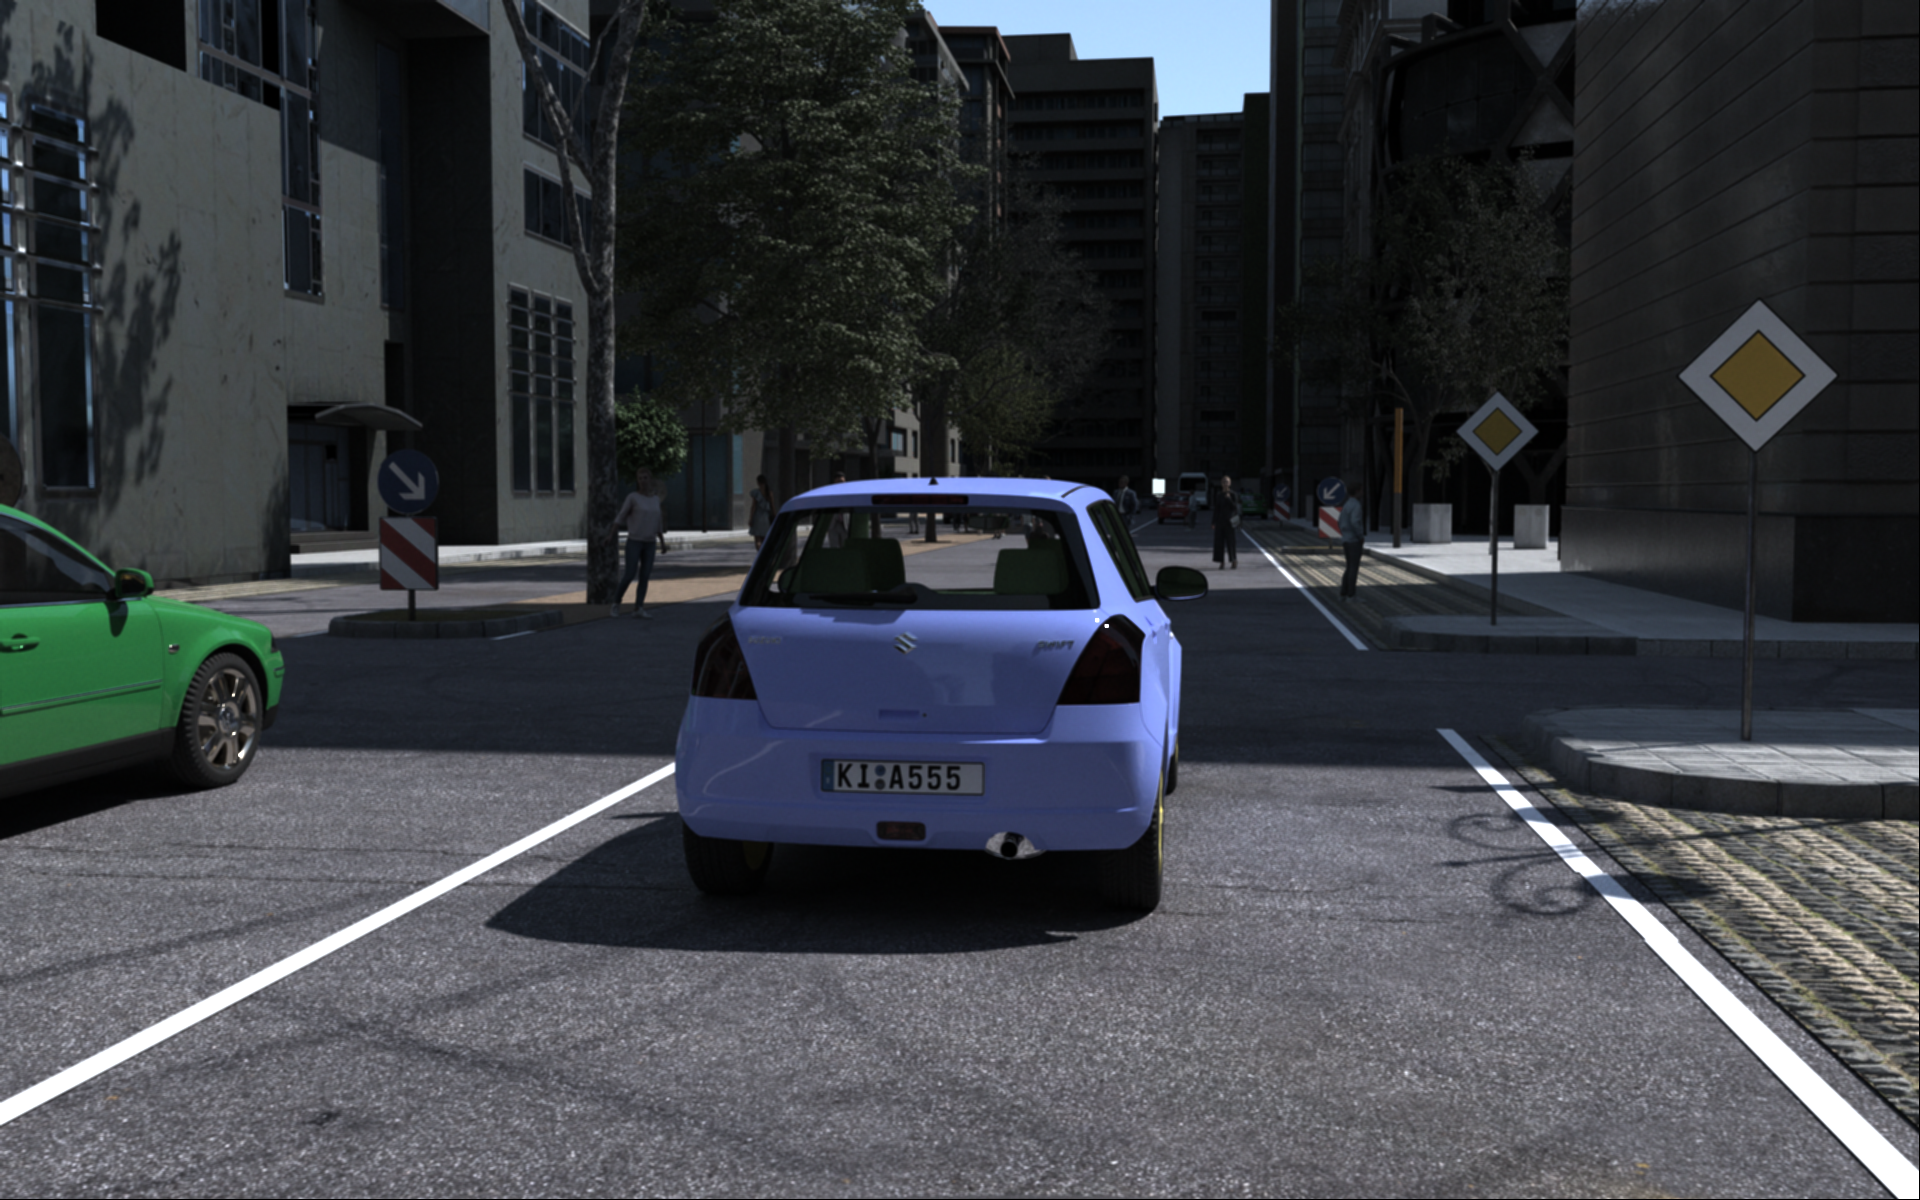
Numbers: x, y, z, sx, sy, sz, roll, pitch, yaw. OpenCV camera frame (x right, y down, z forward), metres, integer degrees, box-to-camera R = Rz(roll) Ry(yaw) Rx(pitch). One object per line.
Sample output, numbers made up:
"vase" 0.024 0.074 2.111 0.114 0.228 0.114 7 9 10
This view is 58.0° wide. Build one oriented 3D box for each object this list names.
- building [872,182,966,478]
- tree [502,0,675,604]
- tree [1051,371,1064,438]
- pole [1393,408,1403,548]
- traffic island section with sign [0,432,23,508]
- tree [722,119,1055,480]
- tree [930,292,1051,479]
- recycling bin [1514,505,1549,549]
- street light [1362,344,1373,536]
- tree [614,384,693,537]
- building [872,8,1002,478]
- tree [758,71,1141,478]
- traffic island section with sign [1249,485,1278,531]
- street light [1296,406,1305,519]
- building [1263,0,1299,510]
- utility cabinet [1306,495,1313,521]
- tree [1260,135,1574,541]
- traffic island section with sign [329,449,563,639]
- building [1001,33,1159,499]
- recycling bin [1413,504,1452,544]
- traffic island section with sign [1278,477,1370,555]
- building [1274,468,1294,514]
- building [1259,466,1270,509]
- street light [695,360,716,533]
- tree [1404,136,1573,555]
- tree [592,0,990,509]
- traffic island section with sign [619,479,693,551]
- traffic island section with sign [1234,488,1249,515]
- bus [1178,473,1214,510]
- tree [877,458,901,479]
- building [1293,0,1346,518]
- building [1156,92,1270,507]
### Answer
"building" -15.259 -16.263 110.938 27.650 21.520 28.899 0 4 8
"tree" -5.722 -10.066 22.926 12.611 20.169 13.585 0 3 0
"tree" 2.152 -7.119 69.218 4.737 8.622 4.395 0 3 0
"pole" 10.410 -2.895 41.168 0.158 3.312 0.155 0 3 0
"traffic island section with sign" -6.528 -0.162 10.779 2.006 1.907 1.989 0 4 8
"tree" -1.877 -6.347 40.635 8.767 10.594 7.601 0 4 8
"tree" 0.864 -6.832 64.524 4.737 8.622 4.395 0 3 0
"recycling bin" 13.403 -1.716 40.612 0.722 1.027 0.722 2 4 24
"street light" 12.479 -4.923 53.285 0.468 5.910 1.993 0 4 8
"tree" -9.634 -4.166 51.834 4.285 4.588 4.351 0 3 0
"building" -13.078 -27.210 136.768 32.217 40.220 23.993 0 4 8
"tree" -0.847 -8.413 50.385 12.009 13.543 11.850 0 3 0
"traffic island section with sign" 12.494 -3.635 68.057 1.989 1.847 2.006 0 4 8
"street light" 17.772 -7.206 90.600 0.468 5.910 1.993 0 4 8
"building" 31.716 -29.805 137.416 14.600 45.320 14.200 0 4 8
"utility cabinet" 16.597 -4.301 81.480 0.306 1.237 1.020 -1 4 -10
"tree" 12.227 -6.829 46.062 8.767 10.594 7.601 0 4 7
"traffic island section with sign" -5.480 -0.610 18.112 2.006 1.907 1.989 0 4 8
"building" 10.478 -34.443 186.849 21.600 48.544 21.300 0 4 8
"recycling bin" 12.257 -1.983 44.968 0.722 1.027 0.722 -2 4 -25
"traffic island section with sign" 8.708 -2.002 41.368 1.989 1.847 2.006 0 4 8
"building" 38.014 -25.993 116.864 32.217 40.220 23.993 0 4 8
"building" 37.586 -43.737 153.344 20.563 71.187 20.611 0 4 8
"street light" -8.499 -5.178 57.443 0.468 5.910 1.993 0 4 8
"tree" 11.322 -5.273 36.570 4.360 8.622 3.978 0 3 0
"tree" -3.343 -6.880 33.076 7.486 12.596 7.792 0 3 0
"traffic island section with sign" -7.981 -2.197 44.552 1.989 1.847 2.006 0 4 8
"traffic island section with sign" 19.562 -6.691 118.029 1.989 1.847 2.006 0 4 8
"bus" 21.604 -10.028 158.810 2.948 3.499 13.247 1 4 10
"tree" -3.856 -5.940 91.726 1.663 3.219 1.824 0 3 0
"building" 26.265 -25.385 98.637 14.154 41.232 14.086 0 4 8
"building" 27.566 -30.391 180.493 14.086 41.232 14.154 0 4 8
